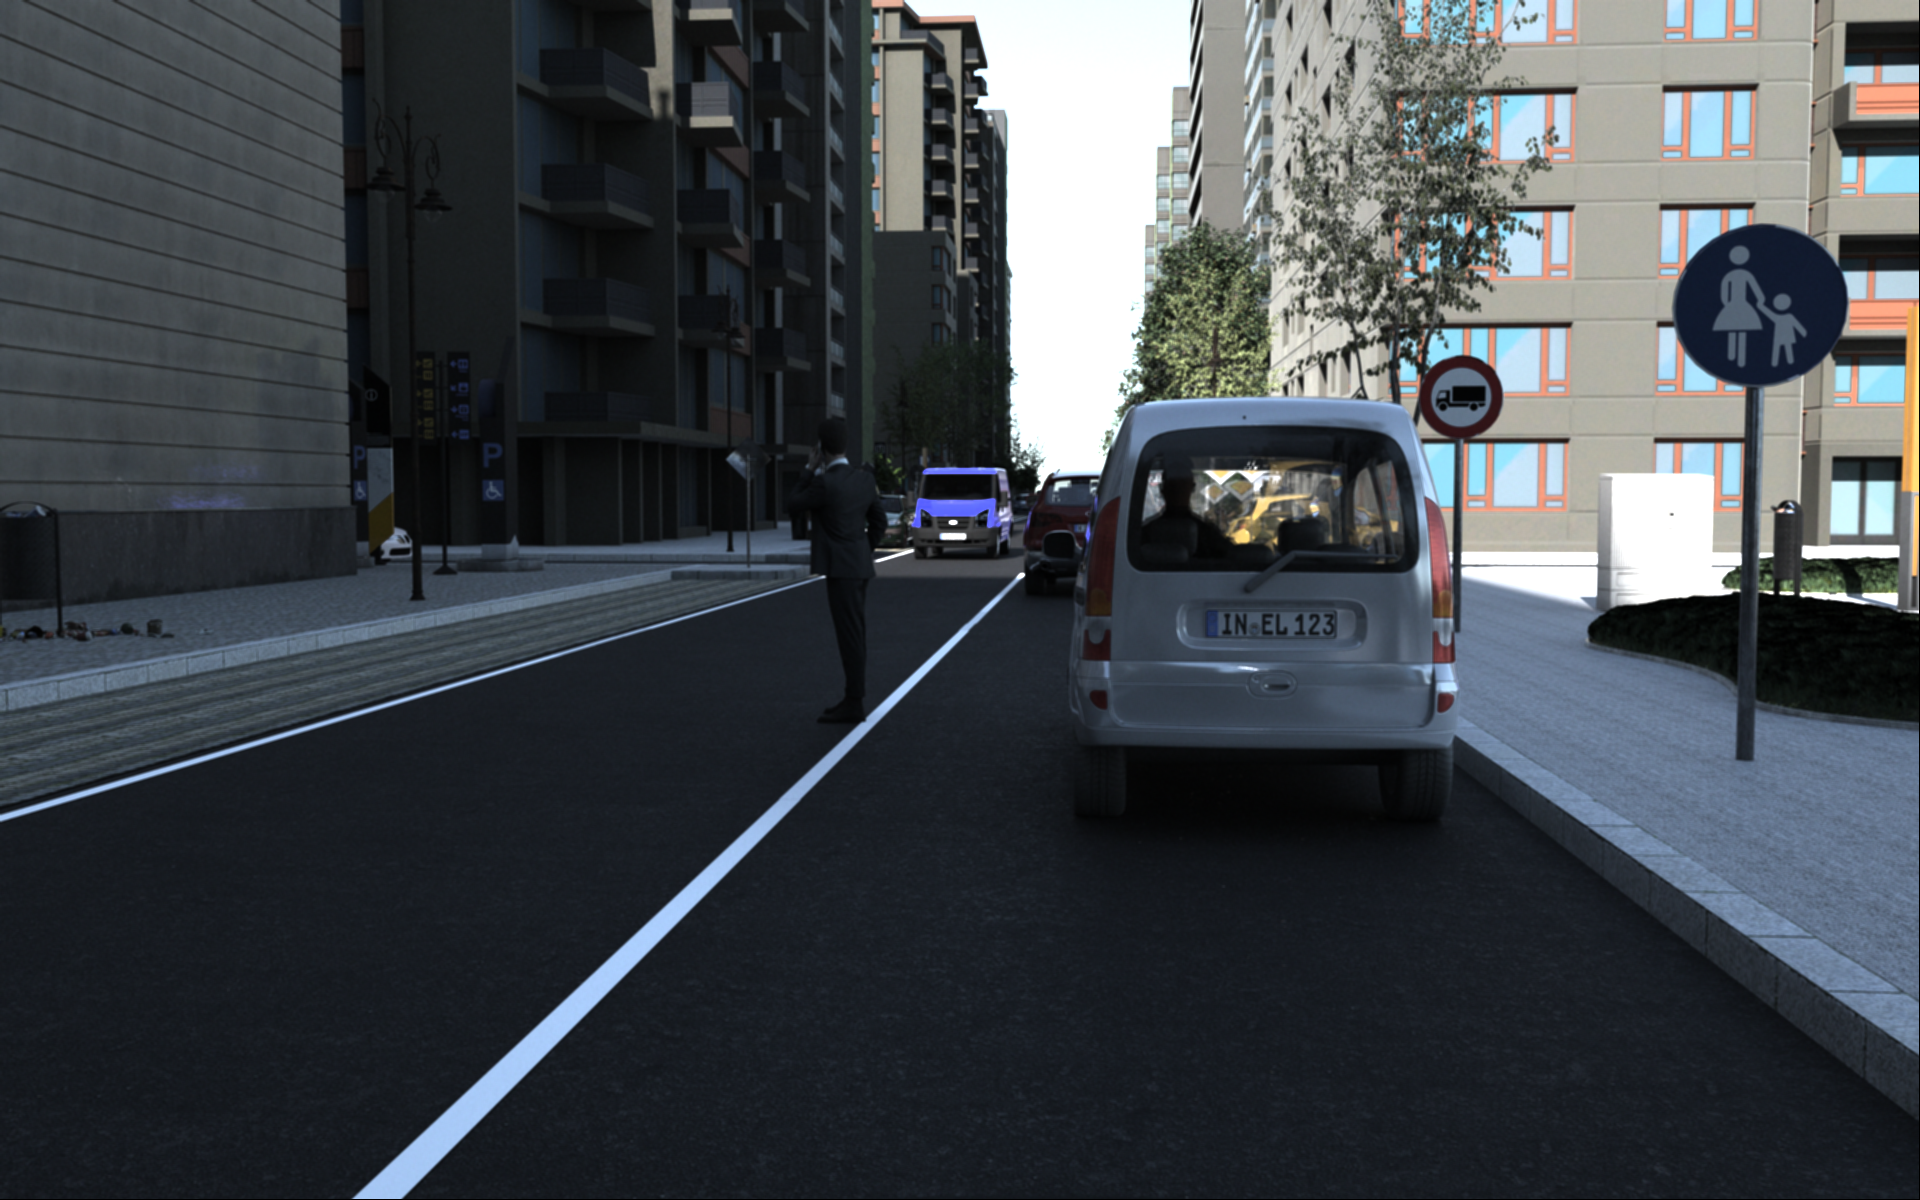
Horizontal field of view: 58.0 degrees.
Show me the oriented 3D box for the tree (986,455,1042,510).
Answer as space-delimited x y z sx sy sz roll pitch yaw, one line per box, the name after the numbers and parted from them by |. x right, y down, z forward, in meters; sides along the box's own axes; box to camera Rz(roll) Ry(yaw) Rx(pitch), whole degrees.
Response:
3.542 -9.585 140.429 4.285 4.588 4.351 0 3 0 | tree

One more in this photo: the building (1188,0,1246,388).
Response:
28.169 -30.889 128.743 21.300 48.544 21.600 0 4 5 | building

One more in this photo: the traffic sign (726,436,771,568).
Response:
-3.676 -1.617 30.087 0.795 2.450 0.064 0 4 5 | traffic sign

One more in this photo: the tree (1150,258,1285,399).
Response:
8.132 -6.410 55.164 4.737 8.622 4.395 0 3 0 | tree

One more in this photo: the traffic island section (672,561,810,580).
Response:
-3.700 -0.481 30.151 2.009 0.180 2.903 0 4 5 | traffic island section

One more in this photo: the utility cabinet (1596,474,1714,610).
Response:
7.568 -0.622 18.850 1.173 1.500 0.318 -1 4 -8 | utility cabinet

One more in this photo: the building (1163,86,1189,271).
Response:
28.330 -30.150 176.548 14.154 41.232 14.086 0 4 5 | building

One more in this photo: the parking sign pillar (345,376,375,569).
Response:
-10.973 -2.546 30.107 1.447 3.967 1.447 1 4 19 | parking sign pillar

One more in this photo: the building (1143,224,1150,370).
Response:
34.845 -35.438 263.000 14.154 41.232 14.086 0 4 5 | building

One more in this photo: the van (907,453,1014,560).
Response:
0.101 -2.163 39.747 2.240 2.365 5.245 0 4 6 | van

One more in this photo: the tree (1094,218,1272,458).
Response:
10.393 -9.484 72.077 9.611 12.733 9.660 0 3 0 | tree

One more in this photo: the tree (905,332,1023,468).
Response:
0.088 -11.286 110.287 9.928 11.665 9.643 0 3 0 | tree

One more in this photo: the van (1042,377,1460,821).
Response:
1.418 -0.122 9.015 2.013 2.044 4.112 0 4 4 | van

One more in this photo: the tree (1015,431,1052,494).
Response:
8.492 -15.367 201.615 4.737 8.622 4.395 0 3 0 | tree

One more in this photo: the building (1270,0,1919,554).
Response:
24.839 -12.532 49.946 28.899 21.520 27.650 0 4 5 | building

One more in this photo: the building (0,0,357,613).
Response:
-22.107 -13.748 22.043 25.104 27.353 12.463 0 4 5 | building

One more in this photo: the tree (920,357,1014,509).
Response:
-0.155 -8.737 93.209 4.360 8.622 3.978 0 3 0 | tree

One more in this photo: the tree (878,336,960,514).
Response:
-2.092 -8.009 81.306 4.737 8.622 4.395 0 3 0 | tree

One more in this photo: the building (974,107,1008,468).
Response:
-2.459 -30.313 179.212 14.154 41.232 14.086 0 4 5 | building

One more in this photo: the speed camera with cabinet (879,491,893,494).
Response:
-4.685 -7.106 110.525 0.660 3.252 2.038 2 4 32 | speed camera with cabinet

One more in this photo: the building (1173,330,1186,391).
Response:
32.702 -18.973 155.255 27.650 21.520 28.899 0 4 5 | building

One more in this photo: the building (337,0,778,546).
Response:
-17.015 -24.492 55.072 22.147 44.769 28.867 0 4 5 | building

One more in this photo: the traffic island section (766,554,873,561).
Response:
-3.029 -0.968 38.108 2.009 0.180 2.903 0 4 5 | traffic island section

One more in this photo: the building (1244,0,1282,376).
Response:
28.460 -24.643 94.787 32.217 40.220 23.993 0 4 5 | building

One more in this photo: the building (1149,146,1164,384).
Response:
30.093 -31.930 205.647 14.154 41.232 14.086 0 4 5 | building

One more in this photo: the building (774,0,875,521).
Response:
-12.046 -24.537 84.769 14.154 41.232 14.086 0 4 5 | building

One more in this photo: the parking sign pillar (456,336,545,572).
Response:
-7.737 -2.482 29.056 1.447 3.967 1.447 0 4 -6 | parking sign pillar

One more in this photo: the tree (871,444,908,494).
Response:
-3.072 -4.373 66.096 1.663 3.219 1.824 0 3 0 | tree

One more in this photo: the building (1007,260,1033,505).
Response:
-4.915 -34.825 261.272 32.217 40.220 23.993 0 4 5 | building

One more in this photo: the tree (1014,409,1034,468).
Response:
4.472 -12.276 151.067 4.360 8.622 3.978 0 3 0 | tree

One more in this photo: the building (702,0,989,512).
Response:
-8.921 -30.789 158.030 22.147 44.769 28.867 0 4 5 | building

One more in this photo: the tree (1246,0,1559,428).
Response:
5.737 -4.404 22.370 4.360 8.622 3.978 0 3 0 | tree

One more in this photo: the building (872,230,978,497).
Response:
-13.509 -17.386 129.294 27.650 21.520 28.899 0 4 5 | building

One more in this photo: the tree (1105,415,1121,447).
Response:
20.058 -16.507 195.640 9.928 11.665 9.643 0 3 0 | tree
